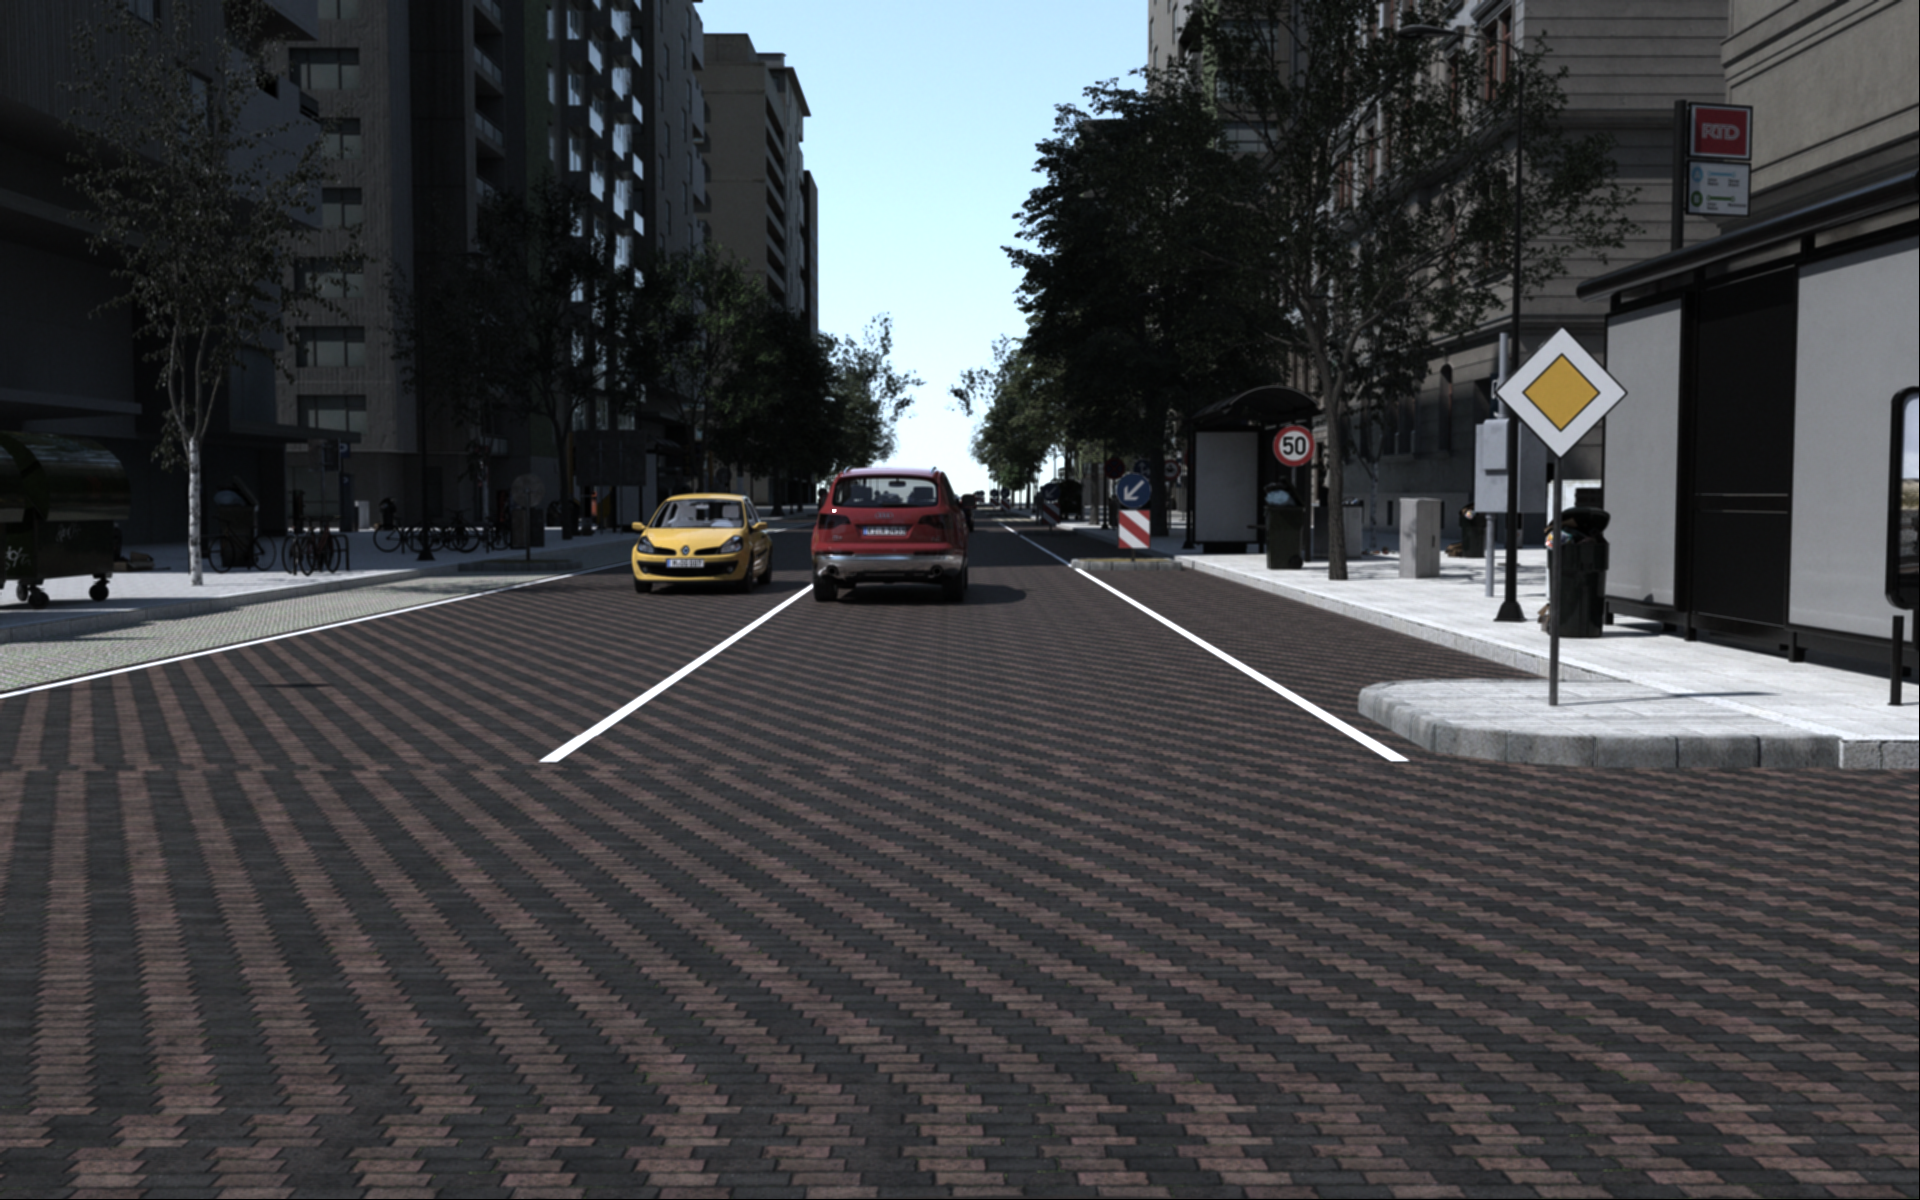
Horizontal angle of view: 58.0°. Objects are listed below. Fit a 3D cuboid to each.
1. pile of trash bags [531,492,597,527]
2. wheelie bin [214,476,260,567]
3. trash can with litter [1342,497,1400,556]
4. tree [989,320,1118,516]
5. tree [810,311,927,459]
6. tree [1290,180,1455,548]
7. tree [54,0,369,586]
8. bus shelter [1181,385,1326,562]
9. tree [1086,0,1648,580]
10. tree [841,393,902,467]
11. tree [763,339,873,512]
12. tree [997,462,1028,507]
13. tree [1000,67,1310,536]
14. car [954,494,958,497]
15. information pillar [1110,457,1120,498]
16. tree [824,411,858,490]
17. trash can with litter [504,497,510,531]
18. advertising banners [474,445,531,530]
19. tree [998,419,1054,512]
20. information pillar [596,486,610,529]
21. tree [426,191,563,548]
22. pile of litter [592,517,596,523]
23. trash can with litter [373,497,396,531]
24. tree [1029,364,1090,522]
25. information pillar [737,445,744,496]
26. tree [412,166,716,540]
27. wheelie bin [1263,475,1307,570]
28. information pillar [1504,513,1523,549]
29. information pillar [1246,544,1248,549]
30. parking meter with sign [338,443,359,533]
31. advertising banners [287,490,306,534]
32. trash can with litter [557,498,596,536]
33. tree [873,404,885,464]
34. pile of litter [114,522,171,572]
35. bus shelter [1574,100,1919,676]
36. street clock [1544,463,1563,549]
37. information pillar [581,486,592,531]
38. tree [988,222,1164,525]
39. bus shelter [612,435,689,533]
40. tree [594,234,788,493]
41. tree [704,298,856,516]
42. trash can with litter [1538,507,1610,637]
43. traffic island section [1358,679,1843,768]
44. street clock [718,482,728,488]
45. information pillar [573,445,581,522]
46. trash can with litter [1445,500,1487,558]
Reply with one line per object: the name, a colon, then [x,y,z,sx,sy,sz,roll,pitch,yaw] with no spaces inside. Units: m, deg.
pile of trash bags: [-15.659,-3.545,67.713,3.447,1.369,1.912,0,4,8]
wheelie bin: [-12.741,-1.383,30.525,0.693,1.594,0.980,-1,4,-16]
trash can with litter: [8.672,-1.585,36.973,2.233,1.210,1.678,-2,4,-32]
tree: [6.235,-10.616,99.333,9.928,11.665,9.643,0,3,0]
tree: [-9.821,-19.747,178.745,12.611,20.169,13.585,0,3,0]
tree: [9.876,-5.563,41.316,4.360,8.622,3.978,0,3,0]
tree: [-10.586,-4.518,24.234,4.360,8.622,3.978,0,3,0]
bus shelter: [5.815,-2.507,34.913,2.014,3.302,5.546,0,4,0]
tree: [5.769,-5.596,25.905,8.767,10.594,7.601,1,4,15]
tree: [-11.282,-17.978,204.314,12.009,13.543,11.850,0,3,0]
tree: [-11.083,-12.604,124.198,7.486,12.596,7.792,0,3,0]
tree: [5.436,-11.575,172.963,4.285,4.588,4.351,0,3,0]
tree: [6.108,-8.910,52.337,9.857,13.997,8.962,0,3,0]
car: [-0.878,-11.319,194.844,2.009,1.686,4.222,0,4,1]
information pillar: [6.797,-5.179,76.037,0.504,3.616,0.183,1,4,11]
tree: [-10.741,-11.955,145.826,4.360,8.622,3.978,0,3,0]
trash can with litter: [-15.404,-3.011,60.616,1.055,1.170,0.624,-1,4,-18]
advertising banners: [-16.377,-4.036,62.176,2.074,3.025,0.090,0,4,-5]
tree: [5.675,-11.986,146.331,4.737,8.622,4.395,0,3,0]
information pillar: [-12.991,-4.379,62.952,0.504,3.616,0.183,-2,4,-26]
tree: [-11.606,-5.559,41.255,4.360,8.622,3.978,0,3,0]
pile of litter: [-15.713,-3.783,75.825,1.719,0.858,1.176,1,4,22]
trash can with litter: [-20.155,-3.003,60.491,1.055,1.170,0.624,3,5,40]
tree: [5.536,-7.916,79.793,4.360,8.622,3.978,0,3,0]
information pillar: [-10.552,-5.618,83.217,0.183,3.616,0.504,-3,4,-37]
tree: [-11.123,-6.997,48.807,8.767,10.594,7.601,-1,4,-14]
wheelie bin: [5.525,-1.324,29.563,0.693,1.594,0.980,0,4,3]
information pillar: [12.961,-2.202,40.500,0.304,2.012,0.304,-1,4,-17]
information pillar: [6.563,-2.203,40.519,0.304,2.012,0.304,1,4,20]
parking meter with sign: [-20.665,-3.801,58.413,0.543,3.016,1.738,-1,4,-9]
advertising banners: [-21.440,-3.585,54.806,0.090,3.025,2.074,1,4,17]
trash can with litter: [-11.756,-2.550,53.075,0.624,1.170,1.055,3,5,42]
tree: [-10.523,-14.922,162.093,7.486,12.596,7.792,0,3,0]
pile of litter: [-13.989,-0.909,28.829,1.719,0.858,1.176,-3,5,-43]
bus shelter: [7.118,-2.310,15.404,2.179,5.291,8.768,0,4,0]
street clock: [13.729,-2.182,40.241,0.358,2.002,0.471,-3,4,-36]
information pillar: [-13.011,-3.413,60.290,0.304,2.012,0.304,-2,4,-28]
tree: [5.411,-9.373,71.367,7.486,12.596,7.792,0,3,0]
bus shelter: [-10.808,-4.042,60.006,2.014,3.302,5.546,0,4,0]
tree: [-10.770,-8.869,70.771,9.928,11.665,9.643,0,3,0]
tree: [-10.827,-11.264,101.180,9.611,12.733,9.660,0,3,0]
trash can with litter: [5.510,-0.270,15.796,0.624,1.170,1.055,0,4,3]
traffic island section: [3.617,0.720,10.512,2.009,0.180,2.903,0,4,0]
street clock: [-11.430,-4.834,83.613,0.471,2.002,0.358,0,4,-6]
information pillar: [-17.424,-5.319,78.317,0.504,3.616,0.183,-1,4,-13]
trash can with litter: [10.201,-1.446,35.022,0.624,1.170,1.055,-1,4,-21]
